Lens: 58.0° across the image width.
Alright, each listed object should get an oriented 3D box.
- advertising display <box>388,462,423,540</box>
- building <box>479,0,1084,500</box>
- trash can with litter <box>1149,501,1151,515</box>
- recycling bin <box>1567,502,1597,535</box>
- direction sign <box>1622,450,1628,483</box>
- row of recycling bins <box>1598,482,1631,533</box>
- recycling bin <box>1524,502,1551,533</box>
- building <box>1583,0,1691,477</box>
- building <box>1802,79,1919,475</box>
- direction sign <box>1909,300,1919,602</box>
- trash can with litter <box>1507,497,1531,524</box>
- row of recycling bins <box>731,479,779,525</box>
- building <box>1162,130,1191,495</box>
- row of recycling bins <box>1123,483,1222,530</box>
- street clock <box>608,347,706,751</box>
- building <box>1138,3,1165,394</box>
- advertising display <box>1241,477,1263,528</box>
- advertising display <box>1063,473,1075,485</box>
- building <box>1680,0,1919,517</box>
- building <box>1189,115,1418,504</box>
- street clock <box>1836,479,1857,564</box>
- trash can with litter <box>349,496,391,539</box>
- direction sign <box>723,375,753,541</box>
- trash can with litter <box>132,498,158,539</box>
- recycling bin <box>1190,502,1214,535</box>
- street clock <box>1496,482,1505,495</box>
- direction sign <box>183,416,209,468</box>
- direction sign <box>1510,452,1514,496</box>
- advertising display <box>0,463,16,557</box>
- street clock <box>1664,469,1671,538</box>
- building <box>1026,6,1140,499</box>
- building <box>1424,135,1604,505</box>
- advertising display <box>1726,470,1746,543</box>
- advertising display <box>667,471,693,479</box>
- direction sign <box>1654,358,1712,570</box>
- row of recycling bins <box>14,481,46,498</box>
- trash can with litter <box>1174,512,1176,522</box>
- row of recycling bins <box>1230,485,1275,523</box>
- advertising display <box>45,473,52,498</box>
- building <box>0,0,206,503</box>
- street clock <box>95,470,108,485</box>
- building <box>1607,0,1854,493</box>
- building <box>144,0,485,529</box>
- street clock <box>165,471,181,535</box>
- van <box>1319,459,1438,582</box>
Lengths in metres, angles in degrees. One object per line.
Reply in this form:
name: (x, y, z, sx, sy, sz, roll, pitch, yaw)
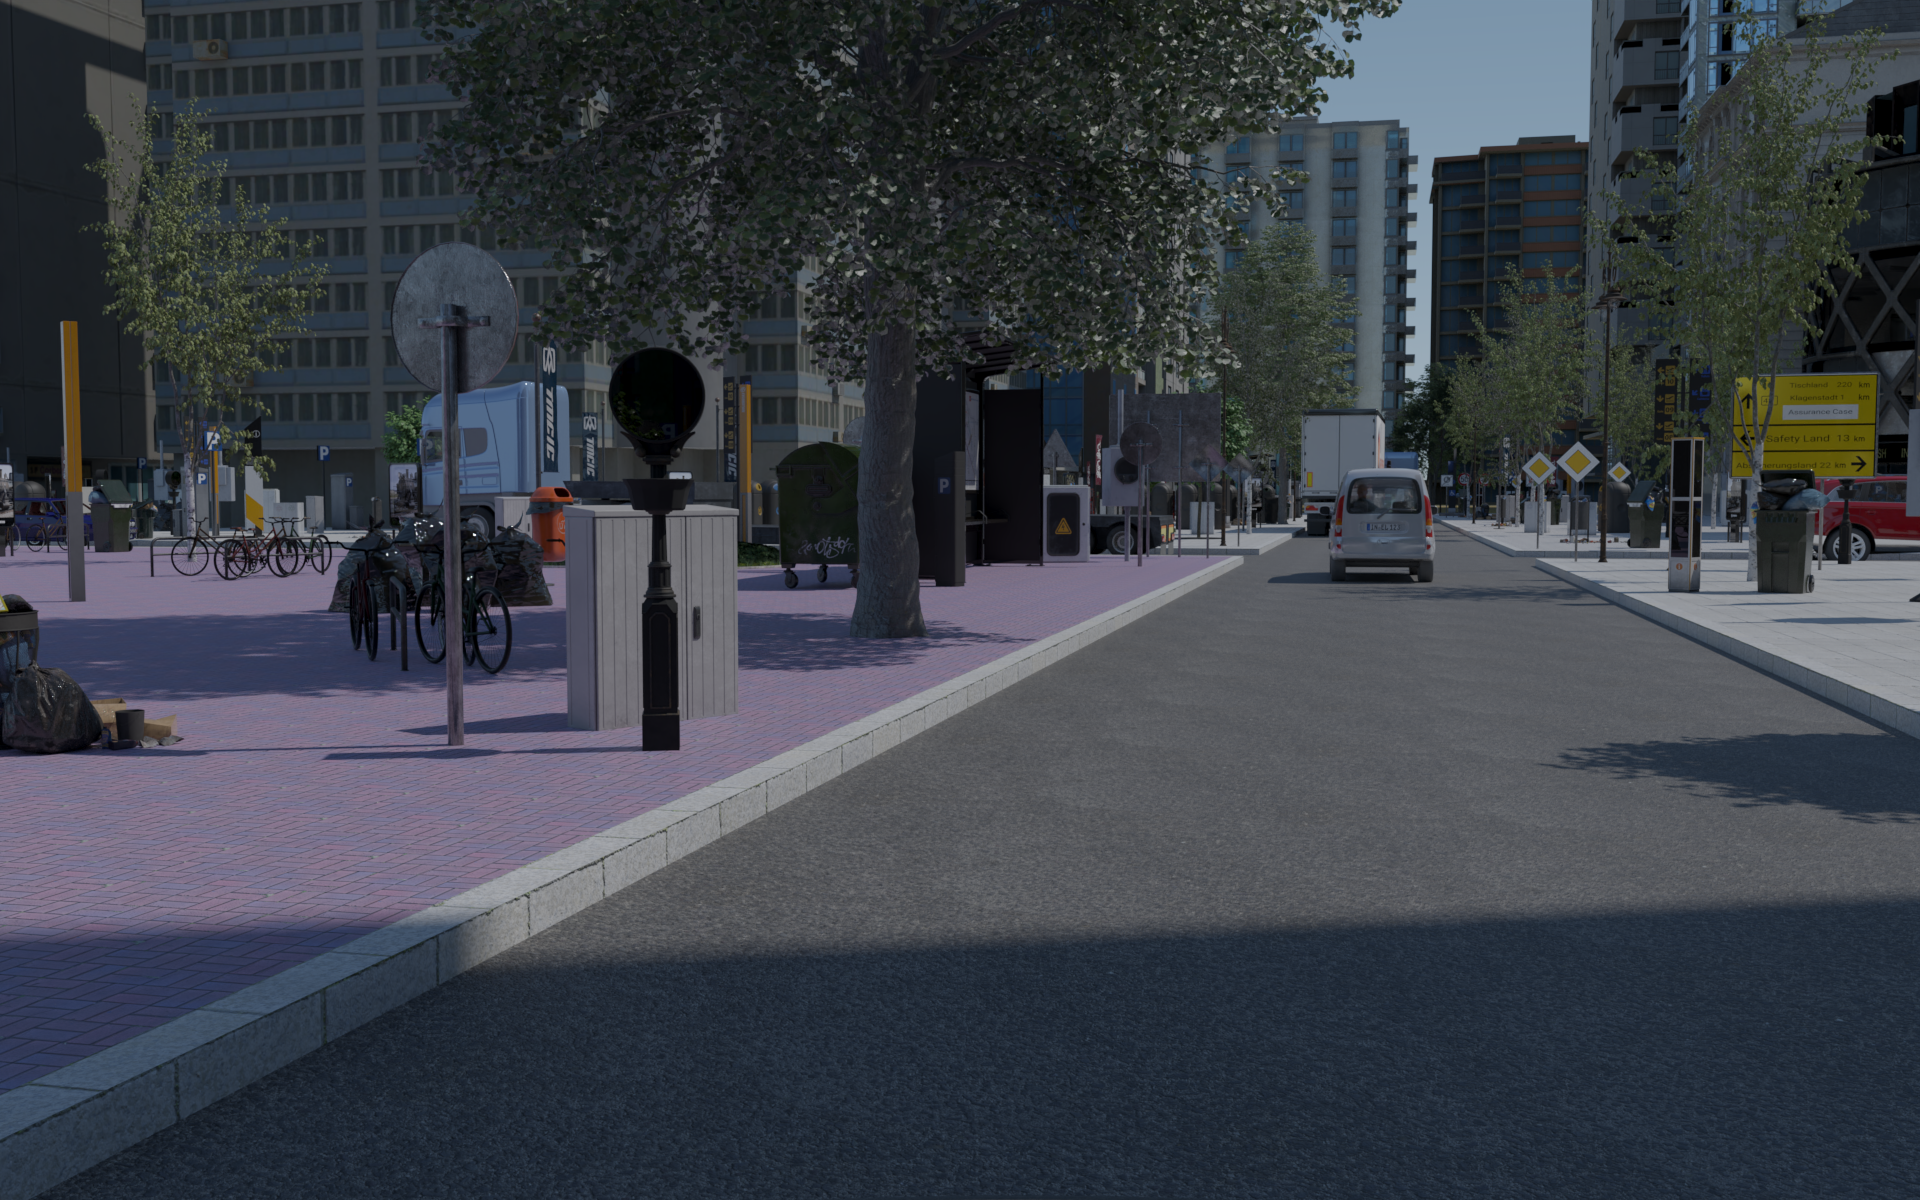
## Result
advertising display: (-11.398, -1.860, 35.630, 0.974, 1.923, 0.123, 3, 4, 36)
building: (-9.015, -25.444, 107.894, 32.217, 40.220, 23.993, 1, 4, 13)
trash can with litter: (10.769, -5.253, 97.270, 1.055, 1.170, 0.624, 3, 4, 36)
recycling bin: (19.392, -2.535, 53.994, 0.722, 1.027, 0.722, 0, 4, 4)
direction sign: (33.825, -5.884, 88.192, 0.379, 3.537, 0.876, 3, 4, 39)
row of recycling bins: (22.056, -3.129, 58.274, 1.069, 1.692, 3.534, 1, 4, 18)
recycling bin: (19.218, -2.757, 57.632, 0.722, 1.027, 0.722, 2, 4, 29)
building: (71.102, -34.488, 153.111, 28.713, 52.752, 27.495, 1, 4, 13)
building: (46.088, -12.759, 76.060, 16.820, 18.784, 16.811, 1, 4, 13)
direction sign: (11.504, -1.743, 20.492, 0.876, 3.537, 0.379, -2, 4, -34)
trash can with litter: (24.150, -3.870, 74.658, 1.055, 1.170, 0.624, 0, 4, 1)
row of recycling bins: (-4.985, -2.574, 49.196, 3.534, 1.692, 1.069, -3, 5, -42)
building: (11.490, -44.775, 170.321, 20.611, 71.187, 20.563, 1, 4, 13)
row of recycling bins: (7.790, -3.396, 62.637, 3.534, 1.692, 1.069, 1, 4, 13)
street clock: (-1.506, -0.251, 8.677, 0.471, 2.002, 0.358, -1, 4, -8)
building: (8.714, -27.936, 140.352, 14.154, 41.232, 14.086, 1, 4, 13)
advertising display: (11.070, -3.698, 65.682, 0.974, 1.923, 0.123, -2, 4, -30)
advertising display: (3.390, -2.974, 53.845, 0.123, 1.923, 0.974, 1, 4, 20)
building: (49.182, -18.911, 96.578, 14.401, 28.519, 23.554, 1, 4, 13)
building: (42.721, -36.874, 222.504, 30.456, 49.044, 23.786, 1, 4, 13)
street clock: (16.179, -1.654, 31.618, 0.471, 2.002, 0.358, 3, 5, 42)
trash can with litter: (-17.184, -2.410, 50.468, 1.678, 1.210, 2.233, 0, 4, -5)
direction sign: (-4.267, -2.527, 33.317, 0.379, 3.537, 0.876, -3, 5, -45)
trash can with litter: (-23.434, -2.315, 49.238, 1.055, 1.170, 0.624, -3, 5, -42)
recycling bin: (7.717, -2.610, 55.222, 0.722, 1.027, 0.722, 0, 4, 3)
street clock: (29.760, -5.549, 95.301, 0.471, 2.002, 0.358, -1, 4, -9)
direction sign: (-22.360, -3.595, 50.768, 0.379, 3.537, 0.876, 1, 4, 22)
direction sign: (29.460, -6.148, 92.512, 0.379, 3.537, 0.876, 2, 4, 28)
advertising display: (-19.643, -1.839, 35.278, 0.123, 1.923, 0.974, 1, 4, 10)
street clock: (20.876, -2.835, 50.931, 0.358, 2.002, 0.471, 1, 4, 14)
building: (5.283, -29.139, 126.532, 14.600, 45.320, 14.200, 1, 4, 13)
building: (71.364, -34.262, 214.808, 28.867, 44.769, 22.147, 1, 4, 13)
advertising display: (20.504, -2.482, 45.788, 0.123, 1.923, 0.974, 0, 4, 3)
advertising display: (-7.798, -2.627, 48.161, 0.123, 1.923, 0.974, 2, 4, 33)
direction sign: (12.066, -2.261, 28.971, 0.876, 3.537, 0.379, 1, 4, 18)
row of recycling bins: (-30.811, -3.028, 56.615, 1.069, 1.692, 3.534, -3, 5, -42)
trash can with litter: (9.885, -4.213, 79.943, 2.233, 1.210, 1.678, -2, 4, -33)
row of recycling bins: (12.272, -4.259, 76.751, 3.534, 1.692, 1.069, 2, 4, 30)
advertising display: (-28.007, -2.937, 53.242, 0.123, 1.923, 0.974, -2, 4, -25)
building: (-51.053, -27.990, 81.345, 21.600, 48.544, 21.300, 1, 4, 13)
street clock: (-25.369, -2.855, 51.246, 0.358, 2.002, 0.471, -1, 4, -9)
building: (60.955, -49.652, 124.488, 22.319, 86.520, 31.000, 1, 4, 13)
building: (-16.860, -23.314, 73.065, 32.217, 40.220, 23.993, 1, 4, 13)
street clock: (-24.468, -3.018, 53.922, 0.358, 2.002, 0.471, 1, 4, 18)
van: (7.187, -1.386, 29.681, 2.013, 2.044, 4.112, 1, 4, 12)
